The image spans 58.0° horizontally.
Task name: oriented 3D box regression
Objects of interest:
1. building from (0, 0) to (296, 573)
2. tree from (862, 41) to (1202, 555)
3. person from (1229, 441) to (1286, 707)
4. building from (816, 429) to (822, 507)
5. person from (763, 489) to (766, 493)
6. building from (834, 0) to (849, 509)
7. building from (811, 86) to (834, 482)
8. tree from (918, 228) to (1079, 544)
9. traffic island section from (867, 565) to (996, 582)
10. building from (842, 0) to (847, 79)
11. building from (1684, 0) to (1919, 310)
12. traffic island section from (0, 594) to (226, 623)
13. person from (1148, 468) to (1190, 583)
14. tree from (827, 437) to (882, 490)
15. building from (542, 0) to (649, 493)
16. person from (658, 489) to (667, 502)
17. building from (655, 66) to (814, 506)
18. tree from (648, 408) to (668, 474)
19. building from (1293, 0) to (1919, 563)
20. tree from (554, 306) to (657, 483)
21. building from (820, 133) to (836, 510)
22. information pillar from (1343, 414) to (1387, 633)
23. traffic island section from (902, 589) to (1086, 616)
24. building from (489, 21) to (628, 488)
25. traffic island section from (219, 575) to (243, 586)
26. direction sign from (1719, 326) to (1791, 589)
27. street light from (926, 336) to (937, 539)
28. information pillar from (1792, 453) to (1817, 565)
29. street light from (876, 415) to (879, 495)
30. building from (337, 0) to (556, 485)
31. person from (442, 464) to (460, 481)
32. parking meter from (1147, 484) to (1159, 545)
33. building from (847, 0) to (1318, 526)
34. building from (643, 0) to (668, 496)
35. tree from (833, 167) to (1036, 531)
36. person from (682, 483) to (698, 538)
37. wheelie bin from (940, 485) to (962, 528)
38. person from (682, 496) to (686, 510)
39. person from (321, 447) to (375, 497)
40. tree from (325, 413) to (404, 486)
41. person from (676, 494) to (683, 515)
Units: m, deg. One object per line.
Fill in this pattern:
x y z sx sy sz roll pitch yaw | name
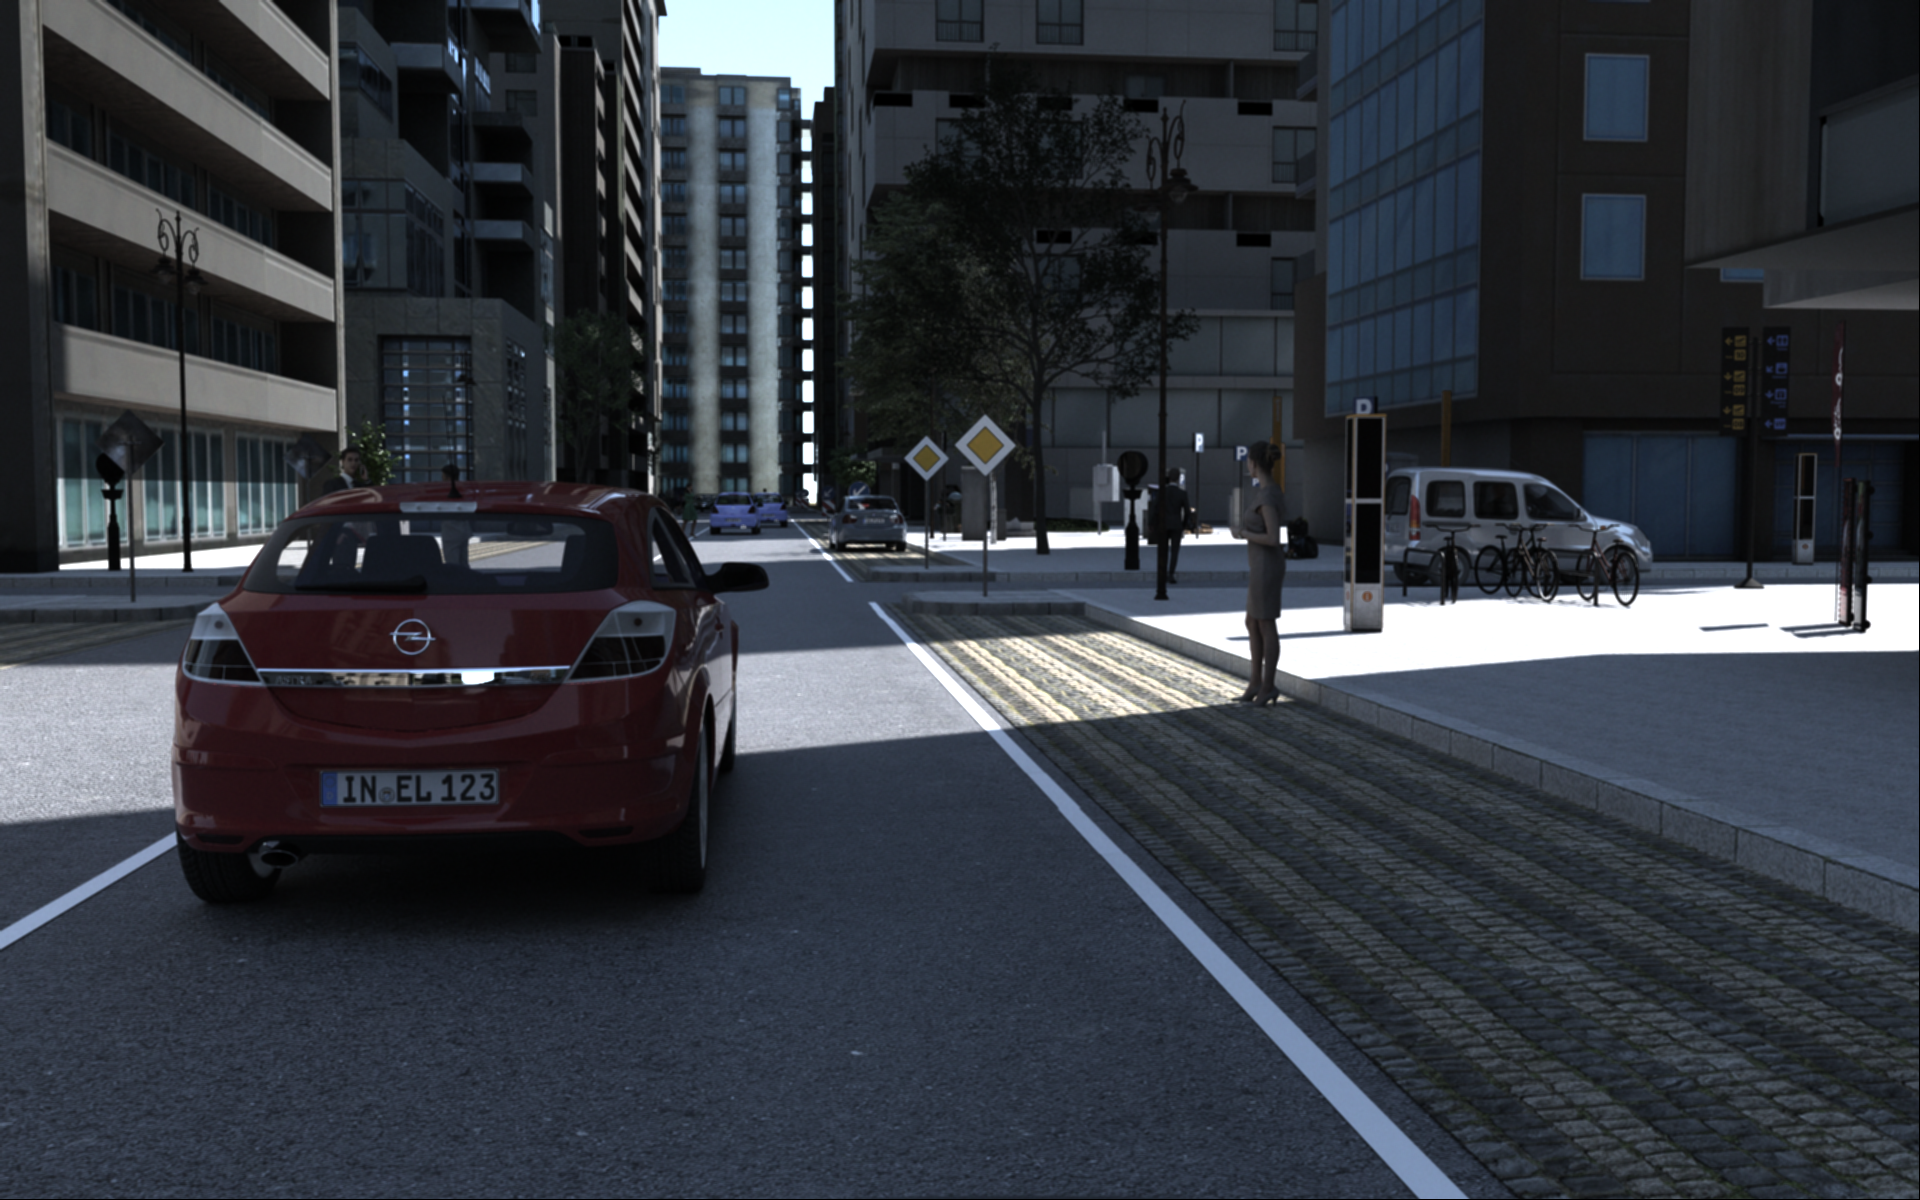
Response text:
-26.674 -25.205 35.801 21.300 48.544 21.600 0 4 -6 | building
1.427 -6.246 36.531 7.601 10.594 8.767 0 4 -8 | tree
1.990 -0.168 11.590 0.374 1.781 0.599 1 4 11 | person
-2.215 -52.081 164.197 22.319 86.520 31.000 0 4 -6 | building
-13.723 -6.918 121.629 0.705 1.821 1.348 -1 4 -23 | person
-2.282 -27.171 127.841 14.154 41.232 14.086 0 4 -6 | building
-9.293 -33.290 194.394 14.200 45.320 14.600 0 4 -6 | building
0.893 -5.727 43.993 4.360 8.622 3.978 0 3 0 | tree
-0.550 -0.450 29.638 2.009 0.180 2.903 0 4 -6 | traffic island section
-0.400 -28.298 112.786 14.600 45.320 14.200 0 4 -6 | building
11.798 -19.808 7.458 14.154 41.232 14.086 0 4 -6 | building
-9.845 0.104 20.577 2.009 0.180 2.903 0 4 -6 | traffic island section
3.395 -1.204 27.958 0.659 1.850 0.755 1 4 13 | person
-6.033 -7.117 100.077 4.285 4.588 4.351 0 3 0 | tree
-34.526 -30.758 126.593 21.300 48.544 21.600 0 4 -6 | building
-21.419 -7.093 124.913 0.683 1.767 0.568 -3 4 -36 | person
-32.162 -35.313 196.975 30.456 49.044 23.786 0 4 -6 | building
-26.484 -11.817 143.562 4.360 8.622 3.978 0 3 0 | tree
16.473 -23.722 37.962 14.200 45.320 14.600 0 4 -6 | building
-20.773 -10.342 94.849 9.928 11.665 9.643 0 3 0 | tree
-4.461 -22.667 142.305 14.160 30.474 14.107 0 4 -6 | building
3.759 -0.710 16.099 0.304 2.012 0.304 0 4 -1 | information pillar
0.335 0.035 21.702 2.009 0.180 2.903 0 4 -6 | traffic island section
-28.846 -20.658 109.468 14.160 30.474 14.107 0 4 -6 | building
-10.729 -0.381 28.513 2.009 0.180 2.903 0 4 -6 | traffic island section
10.763 -1.928 23.515 0.876 3.537 0.379 0 4 7 | direction sign
-0.808 -4.707 49.745 0.468 5.910 1.993 0 4 -6 | street light
15.250 -1.639 31.284 0.304 2.012 0.304 1 4 12 | information pillar
-3.708 -6.383 77.155 0.468 5.910 1.993 0 4 -6 | street light
-27.885 -46.256 68.954 22.319 86.520 31.000 0 4 -6 | building
-6.346 -0.789 21.574 0.466 1.800 0.511 0 4 6 | person
4.919 -2.158 43.697 0.372 1.533 0.369 0 3 0 | parking meter
8.677 -30.118 81.668 28.713 52.752 27.495 0 4 -6 | building
-41.741 -34.997 161.438 27.495 52.752 28.713 0 4 -6 | building
-1.125 -8.727 60.811 7.486 12.596 7.792 0 3 0 | tree
-8.836 -2.920 56.489 0.529 1.795 0.600 1 4 9 | person
-0.254 -3.077 58.212 0.693 1.594 0.980 -3 5 -42 | wheelie bin
-19.044 -6.608 119.725 0.799 1.438 0.628 3 5 42 | person
-6.117 -0.584 17.411 0.474 1.900 0.648 1 4 9 | person
-14.264 -2.878 41.655 1.663 3.219 1.824 0 3 0 | tree
-19.061 -6.484 117.752 0.421 1.427 0.697 -2 4 -31 | person
